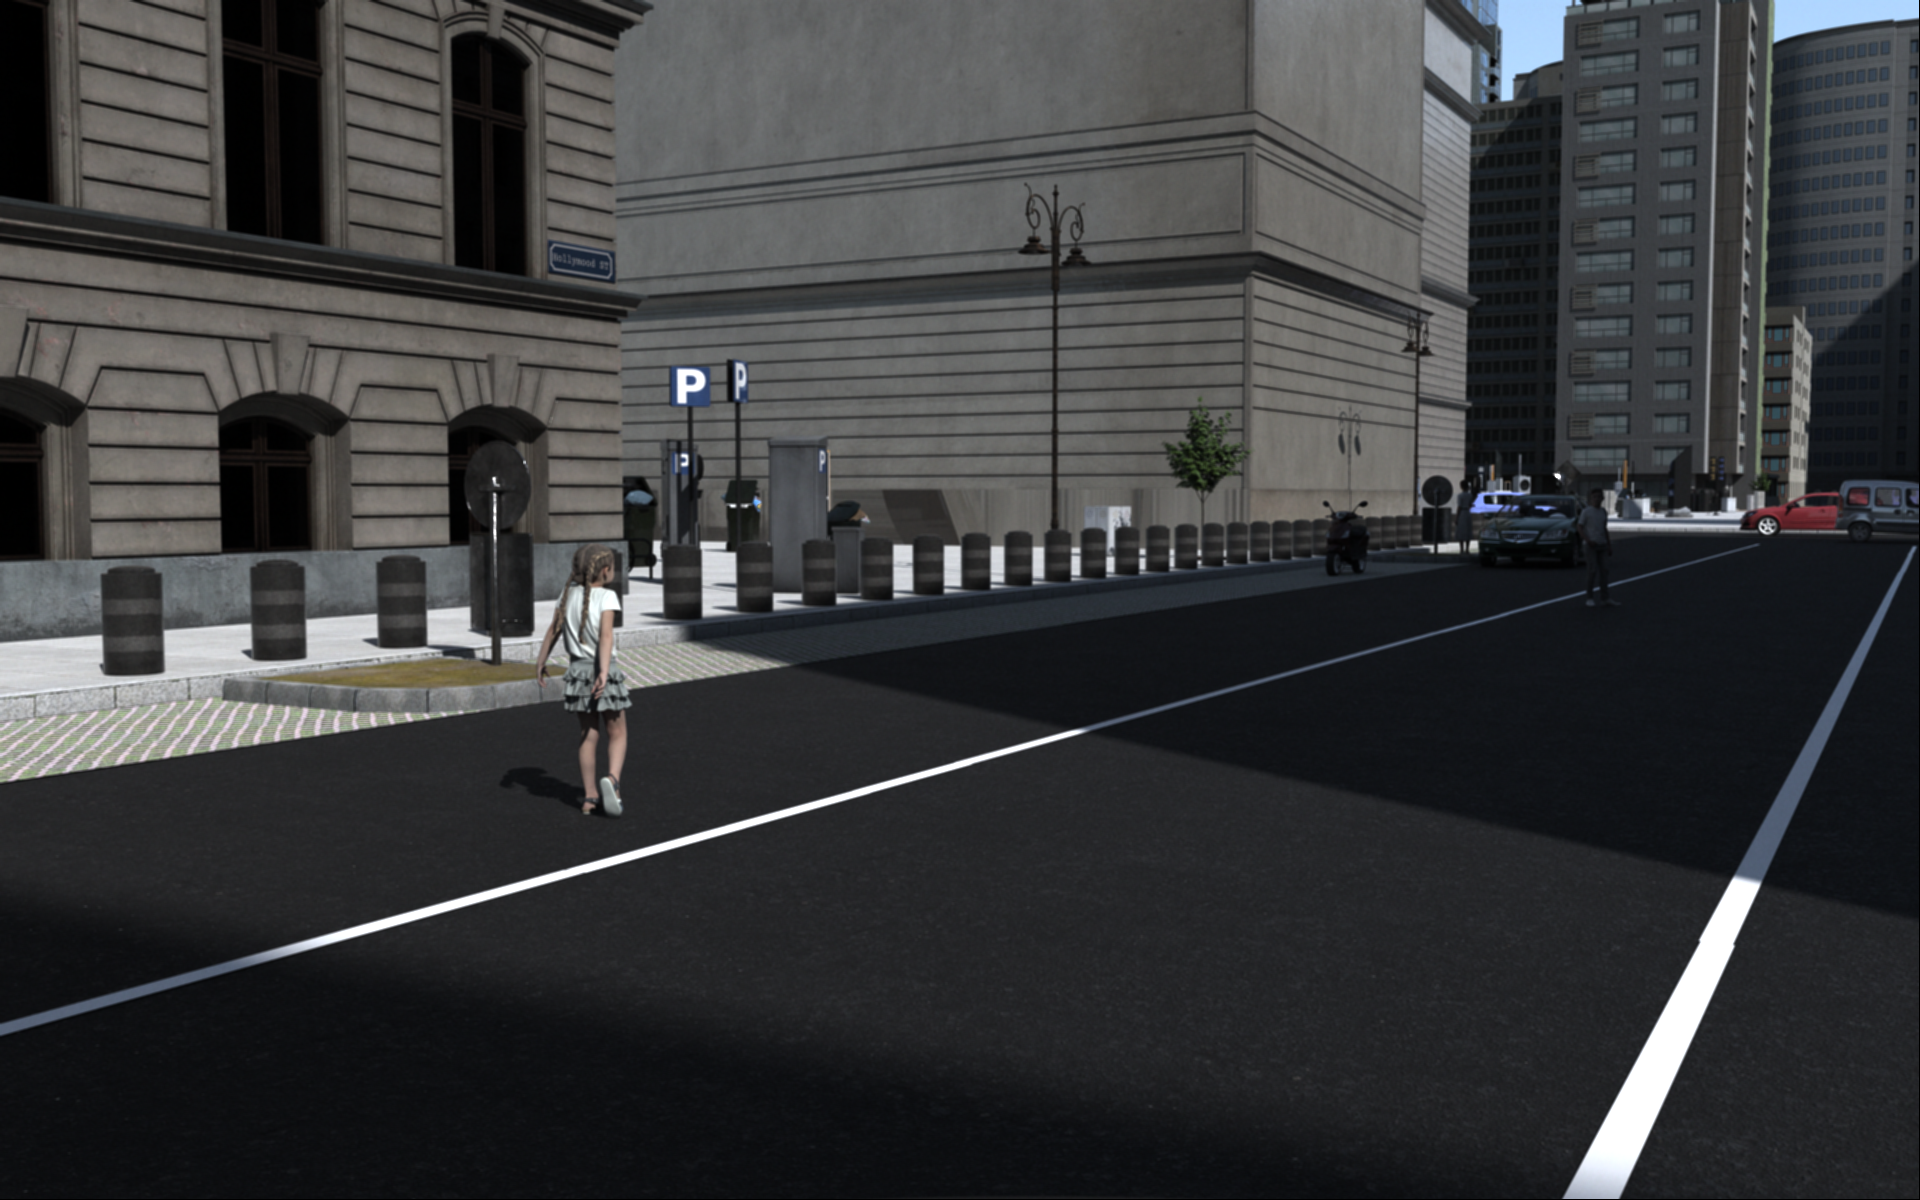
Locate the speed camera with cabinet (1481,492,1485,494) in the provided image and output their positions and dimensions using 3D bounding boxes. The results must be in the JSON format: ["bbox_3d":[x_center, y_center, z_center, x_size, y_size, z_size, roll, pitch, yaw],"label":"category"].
[{"bbox_3d":[36.135,-7.582,118.309,0.660,3.252,2.038,3,4,38],"label":"speed camera with cabinet"}]

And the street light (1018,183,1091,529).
[{"bbox_3d":[1.429,-3.256,26.026,0.468,5.910,1.993,2,4,29],"label":"street light"}]

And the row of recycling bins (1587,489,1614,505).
[{"bbox_3d":[50.163,-7.741,133.683,3.534,1.692,1.069,3,4,36],"label":"row of recycling bins"}]

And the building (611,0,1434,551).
[{"bbox_3d":[-2.257,-13.367,51.828,30.059,22.955,16.112,2,4,29],"label":"building"}]

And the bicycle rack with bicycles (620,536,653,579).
[{"bbox_3d":[-6.074,-0.806,26.565,2.925,0.926,2.852,-2,4,-28],"label":"bicycle rack with bicycles"}]

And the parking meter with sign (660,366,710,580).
[{"bbox_3d":[-3.951,-1.728,24.518,0.543,3.016,1.738,-1,4,-18],"label":"parking meter with sign"}]

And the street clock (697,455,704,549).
[{"bbox_3d":[-4.885,-1.664,31.772,0.358,2.002,0.471,-2,4,-30],"label":"street clock"}]

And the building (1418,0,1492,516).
[{"bbox_3d":[11.967,-18.140,83.975,23.554,28.519,14.401,2,4,29],"label":"building"}]

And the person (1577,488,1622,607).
[{"bbox_3d":[8.143,-0.673,22.105,0.523,1.515,0.503,3,5,40],"label":"person"}]

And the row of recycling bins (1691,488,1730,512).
[{"bbox_3d":[56.152,-7.554,130.612,3.534,1.692,1.069,2,4,30],"label":"row of recycling bins"}]

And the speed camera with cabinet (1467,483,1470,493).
[{"bbox_3d":[38.143,-8.430,132.164,2.038,3.252,0.660,-3,5,-41],"label":"speed camera with cabinet"}]

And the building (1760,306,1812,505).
[{"bbox_3d":[74.162,-20.832,185.640,28.899,21.520,27.650,2,4,29],"label":"building"}]

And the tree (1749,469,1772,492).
[{"bbox_3d":[60.588,-8.355,131.198,1.663,3.219,1.824,0,3,0],"label":"tree"}]

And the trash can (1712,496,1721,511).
[{"bbox_3d":[56.318,-7.178,129.016,0.748,1.137,0.748,0,3,0],"label":"trash can"}]

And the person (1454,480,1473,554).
[{"bbox_3d":[11.404,-1.853,39.371,0.480,1.755,0.524,-2,4,-30],"label":"person"}]

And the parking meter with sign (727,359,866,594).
[{"bbox_3d":[-2.098,-1.603,22.475,1.738,3.016,0.543,1,4,14],"label":"parking meter with sign"}]

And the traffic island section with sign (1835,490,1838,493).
[{"bbox_3d":[88.283,-10.161,174.765,1.989,1.847,2.006,2,4,29],"label":"traffic island section with sign"}]

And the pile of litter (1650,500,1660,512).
[{"bbox_3d":[48.695,-6.591,121.723,1.176,0.858,1.719,1,4,21],"label":"pile of litter"}]

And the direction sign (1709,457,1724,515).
[{"bbox_3d":[45.738,-6.894,104.721,0.876,3.537,0.379,0,4,-3],"label":"direction sign"}]

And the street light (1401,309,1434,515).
[{"bbox_3d":[11.487,-4.328,43.557,0.468,5.910,1.993,2,4,29],"label":"street light"}]

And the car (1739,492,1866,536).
[{"bbox_3d":[29.054,-3.059,59.063,4.494,1.783,2.155,2,4,29],"label":"car"}]

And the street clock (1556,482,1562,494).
[{"bbox_3d":[35.556,-6.010,102.831,0.358,2.002,0.471,0,4,3],"label":"street clock"}]

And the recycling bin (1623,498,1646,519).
[{"bbox_3d":[34.574,-4.677,89.030,0.722,1.027,0.722,0,4,-7],"label":"recycling bin"}]

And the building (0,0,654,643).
[{"bbox_3d":[-17.044,-11.626,9.164,14.460,24.649,34.723,2,4,29],"label":"building"}]

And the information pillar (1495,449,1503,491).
[{"bbox_3d":[28.035,-6.042,90.149,0.183,3.616,0.504,-1,4,-19],"label":"information pillar"}]

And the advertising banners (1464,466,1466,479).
[{"bbox_3d":[30.679,-6.820,107.700,2.074,3.025,0.090,-2,4,-27],"label":"advertising banners"}]

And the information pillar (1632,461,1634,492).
[{"bbox_3d":[46.909,-7.915,120.771,0.183,3.616,0.504,1,4,20],"label":"information pillar"}]

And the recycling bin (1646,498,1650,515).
[{"bbox_3d":[41.389,-5.666,105.191,0.722,1.027,0.722,-2,4,-34],"label":"recycling bin"}]

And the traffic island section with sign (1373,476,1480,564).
[{"bbox_3d":[9.942,-1.700,36.424,1.989,1.847,2.006,2,4,29],"label":"traffic island section with sign"}]

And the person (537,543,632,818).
[{"bbox_3d":[-1.701,0.353,7.743,0.505,1.210,0.382,1,4,18],"label":"person"}]

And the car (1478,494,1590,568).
[{"bbox_3d":[11.888,-1.436,35.270,2.131,1.459,4.920,2,4,30],"label":"car"}]

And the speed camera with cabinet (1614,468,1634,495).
[{"bbox_3d":[50.070,-8.275,129.630,2.038,3.252,0.660,3,5,41],"label":"speed camera with cabinet"}]

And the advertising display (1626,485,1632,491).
[{"bbox_3d":[48.719,-7.406,126.300,0.123,1.923,0.974,-1,4,-14],"label":"advertising display"}]

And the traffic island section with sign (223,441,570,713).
[{"bbox_3d":[-3.736,-0.223,12.270,1.989,1.847,2.006,2,4,29],"label":"traffic island section with sign"}]

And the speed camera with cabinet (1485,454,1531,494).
[{"bbox_3d":[27.315,-5.611,86.078,2.038,3.252,0.660,-1,4,-16],"label":"speed camera with cabinet"}]

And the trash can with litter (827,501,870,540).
[{"bbox_3d":[-1.976,-1.017,28.015,0.624,1.170,1.055,2,4,30],"label":"trash can with litter"}]

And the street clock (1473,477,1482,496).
[{"bbox_3d":[21.309,-4.085,71.366,0.358,2.002,0.471,0,4,6],"label":"street clock"}]

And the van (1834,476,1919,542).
[{"bbox_3d":[28.215,-2.709,51.311,4.112,2.044,2.013,2,4,28],"label":"van"}]

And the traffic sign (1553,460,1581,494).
[{"bbox_3d":[17.839,-2.894,50.965,0.795,2.450,0.064,2,4,29],"label":"traffic sign"}]

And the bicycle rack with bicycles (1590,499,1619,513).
[{"bbox_3d":[43.835,-6.311,116.570,2.925,0.926,2.852,1,4,14],"label":"bicycle rack with bicycles"}]

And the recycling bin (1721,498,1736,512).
[{"bbox_3d":[53.974,-6.670,121.616,0.722,1.027,0.722,-1,4,-12],"label":"recycling bin"}]

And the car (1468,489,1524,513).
[{"bbox_3d":[21.488,-3.502,66.852,3.694,1.707,1.945,2,4,30],"label":"car"}]

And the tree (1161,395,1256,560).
[{"bbox_3d":[4.656,-2.406,33.948,1.663,3.219,1.824,0,3,0],"label":"tree"}]

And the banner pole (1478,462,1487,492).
[{"bbox_3d":[40.426,-8.800,133.899,0.863,3.779,0.401,0,4,-1],"label":"banner pole"}]

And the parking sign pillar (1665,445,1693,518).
[{"bbox_3d":[39.299,-6.488,94.545,1.447,3.967,1.447,-2,4,-26],"label":"parking sign pillar"}]

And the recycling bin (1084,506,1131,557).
[{"bbox_3d":[3.054,-1.426,35.862,0.722,1.027,0.722,3,5,45],"label":"recycling bin"}]

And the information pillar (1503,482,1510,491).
[{"bbox_3d":[31.991,-5.926,101.378,0.304,2.012,0.304,-1,4,-10],"label":"information pillar"}]

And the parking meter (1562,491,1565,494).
[{"bbox_3d":[44.393,-7.265,127.200,0.372,1.533,0.369,0,3,0],"label":"parking meter"}]

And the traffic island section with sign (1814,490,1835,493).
[{"bbox_3d":[74.989,-8.726,151.302,1.989,1.847,2.006,2,4,29],"label":"traffic island section with sign"}]

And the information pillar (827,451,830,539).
[{"bbox_3d":[-2.367,-1.518,29.313,0.304,2.012,0.304,-1,4,-13],"label":"information pillar"}]
